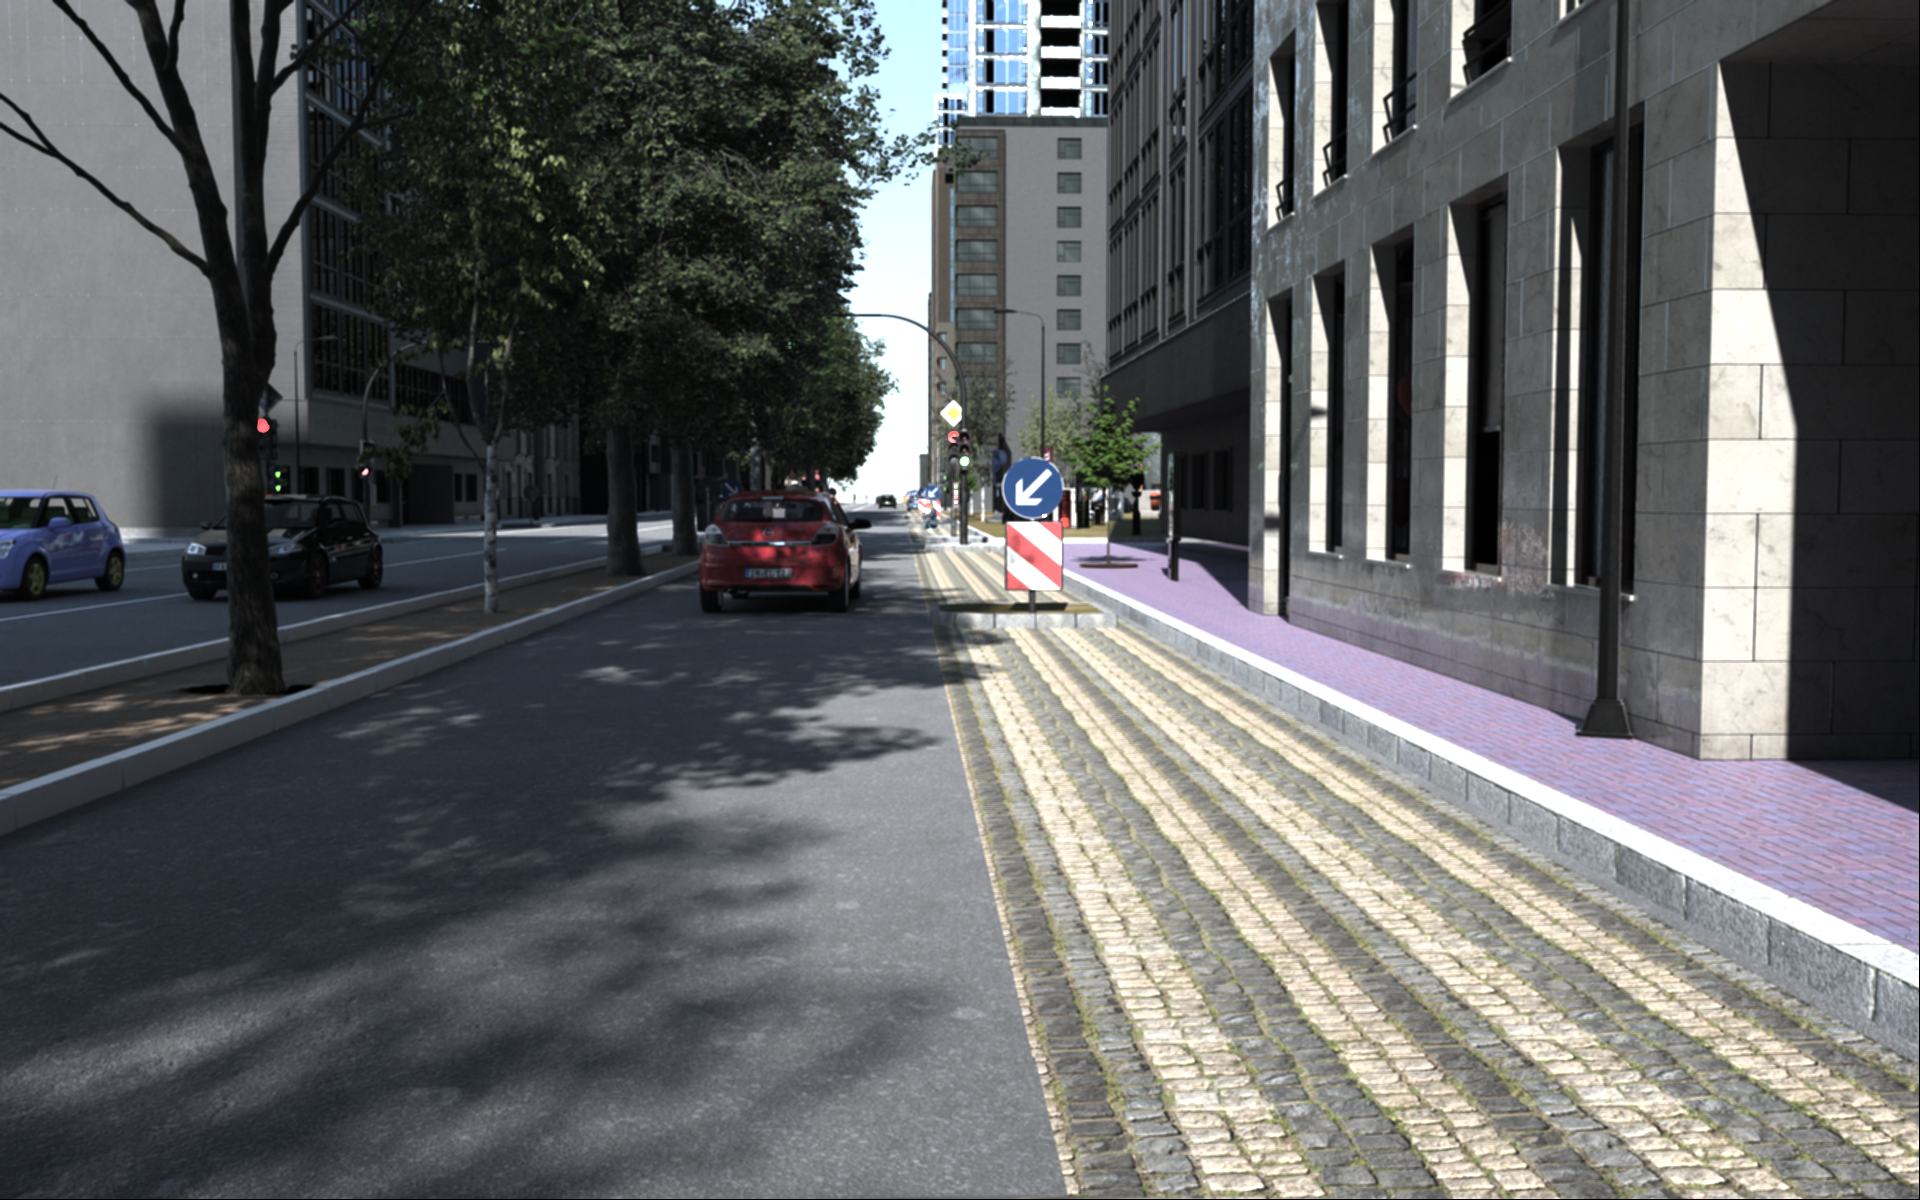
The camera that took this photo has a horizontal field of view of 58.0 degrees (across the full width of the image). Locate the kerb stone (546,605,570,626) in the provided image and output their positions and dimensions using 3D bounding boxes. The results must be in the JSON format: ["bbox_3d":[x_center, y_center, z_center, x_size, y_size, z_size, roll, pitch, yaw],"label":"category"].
[{"bbox_3d":[-4.506,0.186,19.168,0.120,0.150,1.000,0,4,-2],"label":"kerb stone"}]

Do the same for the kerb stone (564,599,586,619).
[{"bbox_3d":[-4.546,0.123,20.189,0.120,0.150,1.000,0,4,-2],"label":"kerb stone"}]

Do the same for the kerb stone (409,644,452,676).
[{"bbox_3d":[-4.331,0.498,14.049,0.120,0.150,1.000,0,4,-2],"label":"kerb stone"}]

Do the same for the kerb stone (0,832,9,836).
[{"bbox_3d":[-4.069,0.937,6.874,0.120,0.150,1.000,0,4,-2],"label":"kerb stone"}]

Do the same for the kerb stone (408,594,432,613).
[{"bbox_3d":[-6.683,0.067,21.185,0.120,0.150,1.000,0,4,-2],"label":"kerb stone"}]

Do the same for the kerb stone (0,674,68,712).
[{"bbox_3d":[-6.352,0.632,11.960,0.120,0.150,1.000,0,4,-2],"label":"kerb stone"}]

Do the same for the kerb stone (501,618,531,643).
[{"bbox_3d":[-4.429,0.310,17.120,0.120,0.150,1.000,0,4,-2],"label":"kerb stone"}]

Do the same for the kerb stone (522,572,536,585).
[{"bbox_3d":[-6.898,-0.314,27.328,0.120,0.150,1.000,0,4,-2],"label":"kerb stone"}]

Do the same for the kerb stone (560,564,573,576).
[{"bbox_3d":[-6.999,-0.501,30.393,0.120,0.150,1.000,0,4,-2],"label":"kerb stone"}]

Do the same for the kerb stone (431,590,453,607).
[{"bbox_3d":[-6.718,0.000,22.206,0.120,0.150,1.000,0,4,-2],"label":"kerb stone"}]

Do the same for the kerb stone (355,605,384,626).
[{"bbox_3d":[-6.608,0.188,19.141,0.120,0.150,1.000,0,4,-2],"label":"kerb stone"}]

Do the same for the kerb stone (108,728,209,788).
[{"bbox_3d":[-4.144,0.815,8.923,0.120,0.150,1.000,0,4,-2],"label":"kerb stone"}]

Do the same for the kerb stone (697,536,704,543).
[{"bbox_3d":[-7.786,-1.850,52.539,0.120,0.150,1.000,0,4,-2],"label":"kerb stone"}]

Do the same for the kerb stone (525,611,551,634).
[{"bbox_3d":[-4.470,0.249,18.142,0.120,0.150,1.000,0,4,-2],"label":"kerb stone"}]

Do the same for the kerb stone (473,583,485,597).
[{"bbox_3d":[-6.791,-0.123,24.256,0.120,0.150,1.000,0,4,-2],"label":"kerb stone"}]

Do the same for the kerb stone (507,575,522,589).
[{"bbox_3d":[-6.866,-0.251,26.300,0.120,0.150,1.000,0,4,-2],"label":"kerb stone"}]

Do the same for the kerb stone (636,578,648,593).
[{"bbox_3d":[-4.726,-0.192,25.327,0.120,0.150,1.000,0,4,-2],"label":"kerb stone"}]

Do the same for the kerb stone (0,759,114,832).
[{"bbox_3d":[-4.109,0.874,7.901,0.120,0.150,1.000,0,4,-2],"label":"kerb stone"}]

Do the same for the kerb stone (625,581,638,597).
[{"bbox_3d":[-4.692,-0.127,24.297,0.120,0.150,1.000,0,4,-2],"label":"kerb stone"}]

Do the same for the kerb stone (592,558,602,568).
[{"bbox_3d":[-7.119,-0.689,33.466,0.120,0.150,1.000,0,4,-2],"label":"kerb stone"}]

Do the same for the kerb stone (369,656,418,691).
[{"bbox_3d":[-4.298,0.561,13.023,0.120,0.150,1.000,0,4,-2],"label":"kerb stone"}]

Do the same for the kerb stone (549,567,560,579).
[{"bbox_3d":[-6.978,-0.437,29.371,0.120,0.150,1.000,0,4,-2],"label":"kerb stone"}]

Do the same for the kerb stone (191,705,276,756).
[{"bbox_3d":[-4.187,0.753,9.944,0.120,0.150,1.000,0,4,-2],"label":"kerb stone"}]

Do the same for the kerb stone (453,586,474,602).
[{"bbox_3d":[-6.744,-0.061,23.235,0.120,0.150,1.000,0,4,-2],"label":"kerb stone"}]

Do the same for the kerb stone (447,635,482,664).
[{"bbox_3d":[-4.364,0.441,15.072,0.120,0.150,1.000,0,4,-2],"label":"kerb stone"}]

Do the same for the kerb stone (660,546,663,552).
[{"bbox_3d":[-7.434,-1.253,42.685,0.120,0.150,1.000,0,4,-2],"label":"kerb stone"}]

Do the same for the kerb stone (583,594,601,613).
[{"bbox_3d":[-4.576,0.060,21.227,0.120,0.150,1.000,0,4,-2],"label":"kerb stone"}]

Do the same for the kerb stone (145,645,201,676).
[{"bbox_3d":[-6.427,0.500,14.023,0.120,0.150,1.000,0,4,-2],"label":"kerb stone"}]

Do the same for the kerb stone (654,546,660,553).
[{"bbox_3d":[-7.412,-1.191,41.663,0.120,0.150,1.000,0,4,-2],"label":"kerb stone"}]

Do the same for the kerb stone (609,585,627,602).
[{"bbox_3d":[-4.655,-0.066,23.276,0.120,0.150,1.000,0,4,-2],"label":"kerb stone"}]

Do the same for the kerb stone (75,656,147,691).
[{"bbox_3d":[-6.396,0.565,12.989,0.120,0.150,1.000,0,4,-2],"label":"kerb stone"}]

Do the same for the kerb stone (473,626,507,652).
[{"bbox_3d":[-4.404,0.375,16.095,0.120,0.150,1.000,0,4,-2],"label":"kerb stone"}]

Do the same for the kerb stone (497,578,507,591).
[{"bbox_3d":[-6.821,-0.189,25.278,0.120,0.150,1.000,0,4,-2],"label":"kerb stone"}]

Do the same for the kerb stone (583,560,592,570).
[{"bbox_3d":[-7.081,-0.627,32.440,0.120,0.150,1.000,0,4,-2],"label":"kerb stone"}]

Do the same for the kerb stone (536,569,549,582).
[{"bbox_3d":[-6.932,-0.376,28.349,0.120,0.150,1.000,0,4,-2],"label":"kerb stone"}]

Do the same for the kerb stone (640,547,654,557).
[{"bbox_3d":[-7.372,-1.124,40.642,0.120,0.150,1.000,0,4,-2],"label":"kerb stone"}]

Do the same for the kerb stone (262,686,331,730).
[{"bbox_3d":[-4.224,0.691,10.971,0.120,0.150,1.000,0,4,-2],"label":"kerb stone"}]

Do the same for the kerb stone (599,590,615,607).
[{"bbox_3d":[-4.615,0.002,22.253,0.120,0.150,1.000,0,4,-2],"label":"kerb stone"}]

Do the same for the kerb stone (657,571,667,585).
[{"bbox_3d":[-4.802,-0.316,27.372,0.120,0.150,1.000,0,4,-2],"label":"kerb stone"}]

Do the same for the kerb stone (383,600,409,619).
[{"bbox_3d":[-6.646,0.125,20.163,0.120,0.150,1.000,0,4,-2],"label":"kerb stone"}]

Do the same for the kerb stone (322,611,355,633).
[{"bbox_3d":[-6.571,0.249,18.120,0.120,0.150,1.000,0,4,-2],"label":"kerb stone"}]

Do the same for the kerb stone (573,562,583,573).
[{"bbox_3d":[-7.043,-0.564,31.418,0.120,0.150,1.000,0,4,-2],"label":"kerb stone"}]

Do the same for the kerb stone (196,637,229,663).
[{"bbox_3d":[-6.465,0.437,15.044,0.120,0.150,1.000,0,4,-2],"label":"kerb stone"}]

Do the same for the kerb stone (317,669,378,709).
[{"bbox_3d":[-4.261,0.624,12.001,0.120,0.150,1.000,0,4,-2],"label":"kerb stone"}]

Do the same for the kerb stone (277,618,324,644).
[{"bbox_3d":[-6.528,0.318,17.094,0.120,0.150,1.000,0,4,-2],"label":"kerb stone"}]

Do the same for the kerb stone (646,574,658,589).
[{"bbox_3d":[-4.761,-0.254,26.351,0.120,0.150,1.000,0,4,-2],"label":"kerb stone"}]

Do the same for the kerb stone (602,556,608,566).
[{"bbox_3d":[-7.148,-0.753,34.499,0.120,0.150,1.000,0,4,-2],"label":"kerb stone"}]
